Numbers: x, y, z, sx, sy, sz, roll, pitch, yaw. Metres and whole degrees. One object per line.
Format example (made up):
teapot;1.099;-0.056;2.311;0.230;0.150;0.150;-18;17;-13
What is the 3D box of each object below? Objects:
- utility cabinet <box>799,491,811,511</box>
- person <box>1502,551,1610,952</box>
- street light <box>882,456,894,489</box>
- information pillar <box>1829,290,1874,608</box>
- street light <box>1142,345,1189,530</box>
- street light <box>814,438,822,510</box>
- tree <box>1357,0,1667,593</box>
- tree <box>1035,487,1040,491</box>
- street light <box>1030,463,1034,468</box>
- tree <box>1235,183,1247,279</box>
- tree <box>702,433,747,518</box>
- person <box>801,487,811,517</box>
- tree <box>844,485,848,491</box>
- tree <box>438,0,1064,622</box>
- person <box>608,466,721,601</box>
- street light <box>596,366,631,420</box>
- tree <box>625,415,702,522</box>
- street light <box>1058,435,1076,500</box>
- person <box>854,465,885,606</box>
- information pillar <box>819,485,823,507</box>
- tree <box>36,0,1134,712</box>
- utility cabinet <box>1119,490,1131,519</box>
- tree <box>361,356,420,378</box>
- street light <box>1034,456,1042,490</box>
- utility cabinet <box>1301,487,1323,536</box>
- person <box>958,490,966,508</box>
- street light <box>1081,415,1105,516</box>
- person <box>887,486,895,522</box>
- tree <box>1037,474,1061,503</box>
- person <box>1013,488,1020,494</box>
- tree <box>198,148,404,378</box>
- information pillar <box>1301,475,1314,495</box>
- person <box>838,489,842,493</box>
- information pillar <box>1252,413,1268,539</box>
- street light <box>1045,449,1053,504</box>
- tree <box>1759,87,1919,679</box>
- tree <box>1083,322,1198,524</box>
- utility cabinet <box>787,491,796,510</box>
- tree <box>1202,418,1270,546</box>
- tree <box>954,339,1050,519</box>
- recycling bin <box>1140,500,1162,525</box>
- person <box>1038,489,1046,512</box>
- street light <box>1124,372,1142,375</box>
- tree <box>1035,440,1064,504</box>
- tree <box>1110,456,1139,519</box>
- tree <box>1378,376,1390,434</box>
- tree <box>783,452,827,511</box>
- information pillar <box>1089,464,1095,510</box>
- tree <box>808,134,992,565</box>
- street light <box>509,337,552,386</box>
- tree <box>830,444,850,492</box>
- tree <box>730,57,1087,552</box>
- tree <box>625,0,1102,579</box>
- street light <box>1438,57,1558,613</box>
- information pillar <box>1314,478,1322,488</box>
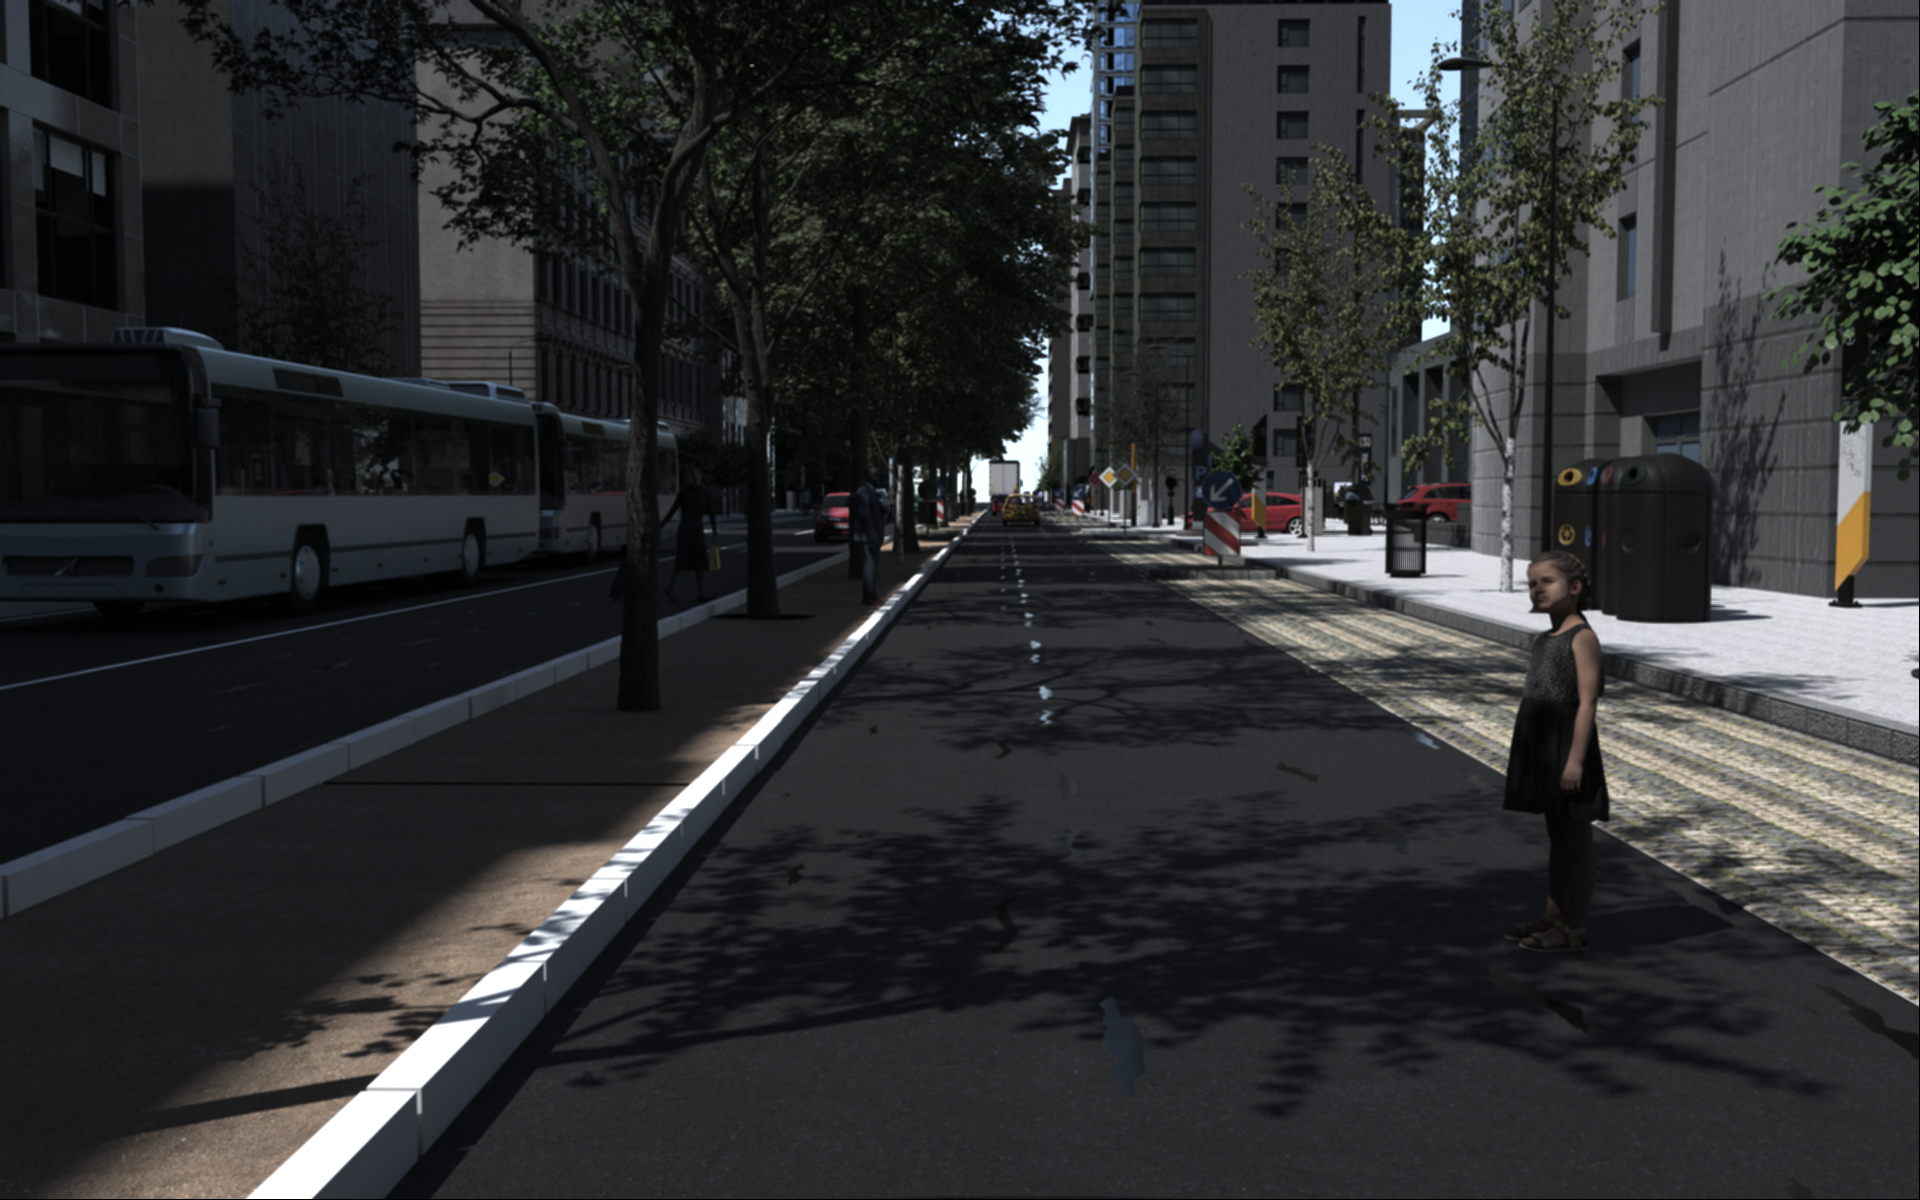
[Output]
utility cabinet;-11.320;-7.191;126.257;0.318;1.500;1.173;2;4;25
person;1.874;0.471;5.464;0.373;1.253;0.362;0;4;-7
street light;-8.943;-14.622;211.618;1.470;5.913;1.316;0;4;1
information pillar;10.067;-1.720;19.484;0.183;3.616;0.504;0;4;-6
street light;6.566;-4.995;54.212;1.470;5.913;1.316;0;4;1
street light;-10.737;-10.209;139.458;1.470;5.913;1.316;0;4;1
tree;6.985;-4.414;22.532;4.737;8.622;4.395;0;3;0
tree;13.304;-18.034;289.460;1.663;3.219;1.824;0;3;0
street light;11.729;-17.634;260.848;1.470;5.913;1.316;0;4;1
tree;7.940;-5.373;38.211;4.737;8.622;4.395;0;3;0
tree;-12.751;-5.960;81.164;4.285;4.588;4.351;0;3;0
person;-9.512;-6.054;107.324;0.795;1.843;0.661;3;5;42
tree;-11.251;-11.911;189.339;1.663;3.219;1.824;0;3;0
tree;-2.364;-5.590;19.613;9.928;11.665;9.643;0;3;0
person;-3.926;-0.892;23.303;1.509;1.804;0.699;2;4;26
street light;-12.624;-5.530;62.957;1.470;5.913;1.316;0;4;1
tree;-13.314;-5.288;70.174;4.285;4.588;4.351;0;3;0
street light;8.723;-10.341;141.621;1.470;5.913;1.316;0;4;1
person;-1.152;-0.832;22.292;0.419;1.800;0.721;0;4;-5
information pillar;-10.951;-8.085;136.681;0.304;2.012;0.304;0;4;1
tree;-2.156;-4.521;10.789;8.767;10.594;7.601;0;4;1
utility cabinet;8.372;-4.804;87.232;0.318;1.500;1.173;2;4;28
tree;-13.819;-3.531;41.444;4.285;4.588;4.351;0;3;0
street light;10.715;-15.417;224.611;1.470;5.913;1.316;0;4;1
utility cabinet;10.853;-2.730;53.312;0.318;1.500;1.173;0;4;-7
person;0.119;-10.442;179.328;1.348;1.812;0.705;-1;4;-20
street light;7.822;-7.905;101.791;1.470;5.913;1.316;0;4;1
person;-3.426;-4.867;87.880;0.655;1.846;0.447;2;4;26
tree;12.231;-15.540;237.784;4.285;4.588;4.351;0;3;0
person;3.943;-6.812;119.843;0.580;1.828;0.573;2;4;25
tree;-13.782;-5.297;36.971;4.360;8.622;3.978;0;3;0
information pillar;13.639;-3.898;68.230;0.304;2.012;0.304;-1;4;-15
person;-7.425;-5.914;105.557;0.716;1.782;0.532;-1;4;-22
information pillar;8.612;-3.572;49.761;0.504;3.616;0.183;-2;4;-34
street light;9.600;-12.535;177.491;1.470;5.913;1.316;0;4;1
tree;7.343;-1.721;11.846;4.285;4.588;4.351;0;3;0
tree;7.620;-7.581;74.317;4.360;8.622;3.978;0;3;0
utility cabinet;-13.144;-7.751;135.401;0.318;1.500;1.173;-2;4;-28
tree;7.071;-2.980;43.321;1.663;3.219;1.824;0;3;0
tree;0.461;-12.045;109.770;12.009;13.543;11.850;0;3;0
recycling bin;7.877;-3.600;71.414;0.722;1.027;0.722;-1;4;-17
person;6.723;-8.154;141.686;0.709;1.838;0.599;2;4;31
street light;6.954;-5.721;66.071;1.470;5.913;1.316;0;4;1
tree;12.138;-17.176;231.183;4.737;8.622;4.395;0;3;0
tree;8.319;-5.762;88.817;1.663;3.219;1.824;0;3;0
tree;24.554;-8.739;93.239;4.360;8.622;3.978;0;3;0
tree;-11.796;-9.078;132.141;4.285;4.588;4.351;0;3;0
information pillar;10.370;-8.863;136.269;0.504;3.616;0.183;-2;4;-29
tree;-1.246;-5.013;34.787;4.737;8.622;4.395;0;3;0
street light;-12.797;-4.830;51.505;1.470;5.913;1.316;0;4;1
tree;-10.527;-13.301;167.840;4.360;8.622;3.978;0;3;0
tree;-1.322;-8.137;42.145;9.857;13.997;8.962;0;3;0
tree;-1.583;-6.592;28.358;7.486;12.596;7.792;0;3;0
street light;5.792;-2.817;18.593;1.470;5.913;1.316;0;4;1
information pillar;16.474;-4.615;79.942;0.304;2.012;0.304;-2;4;-32
